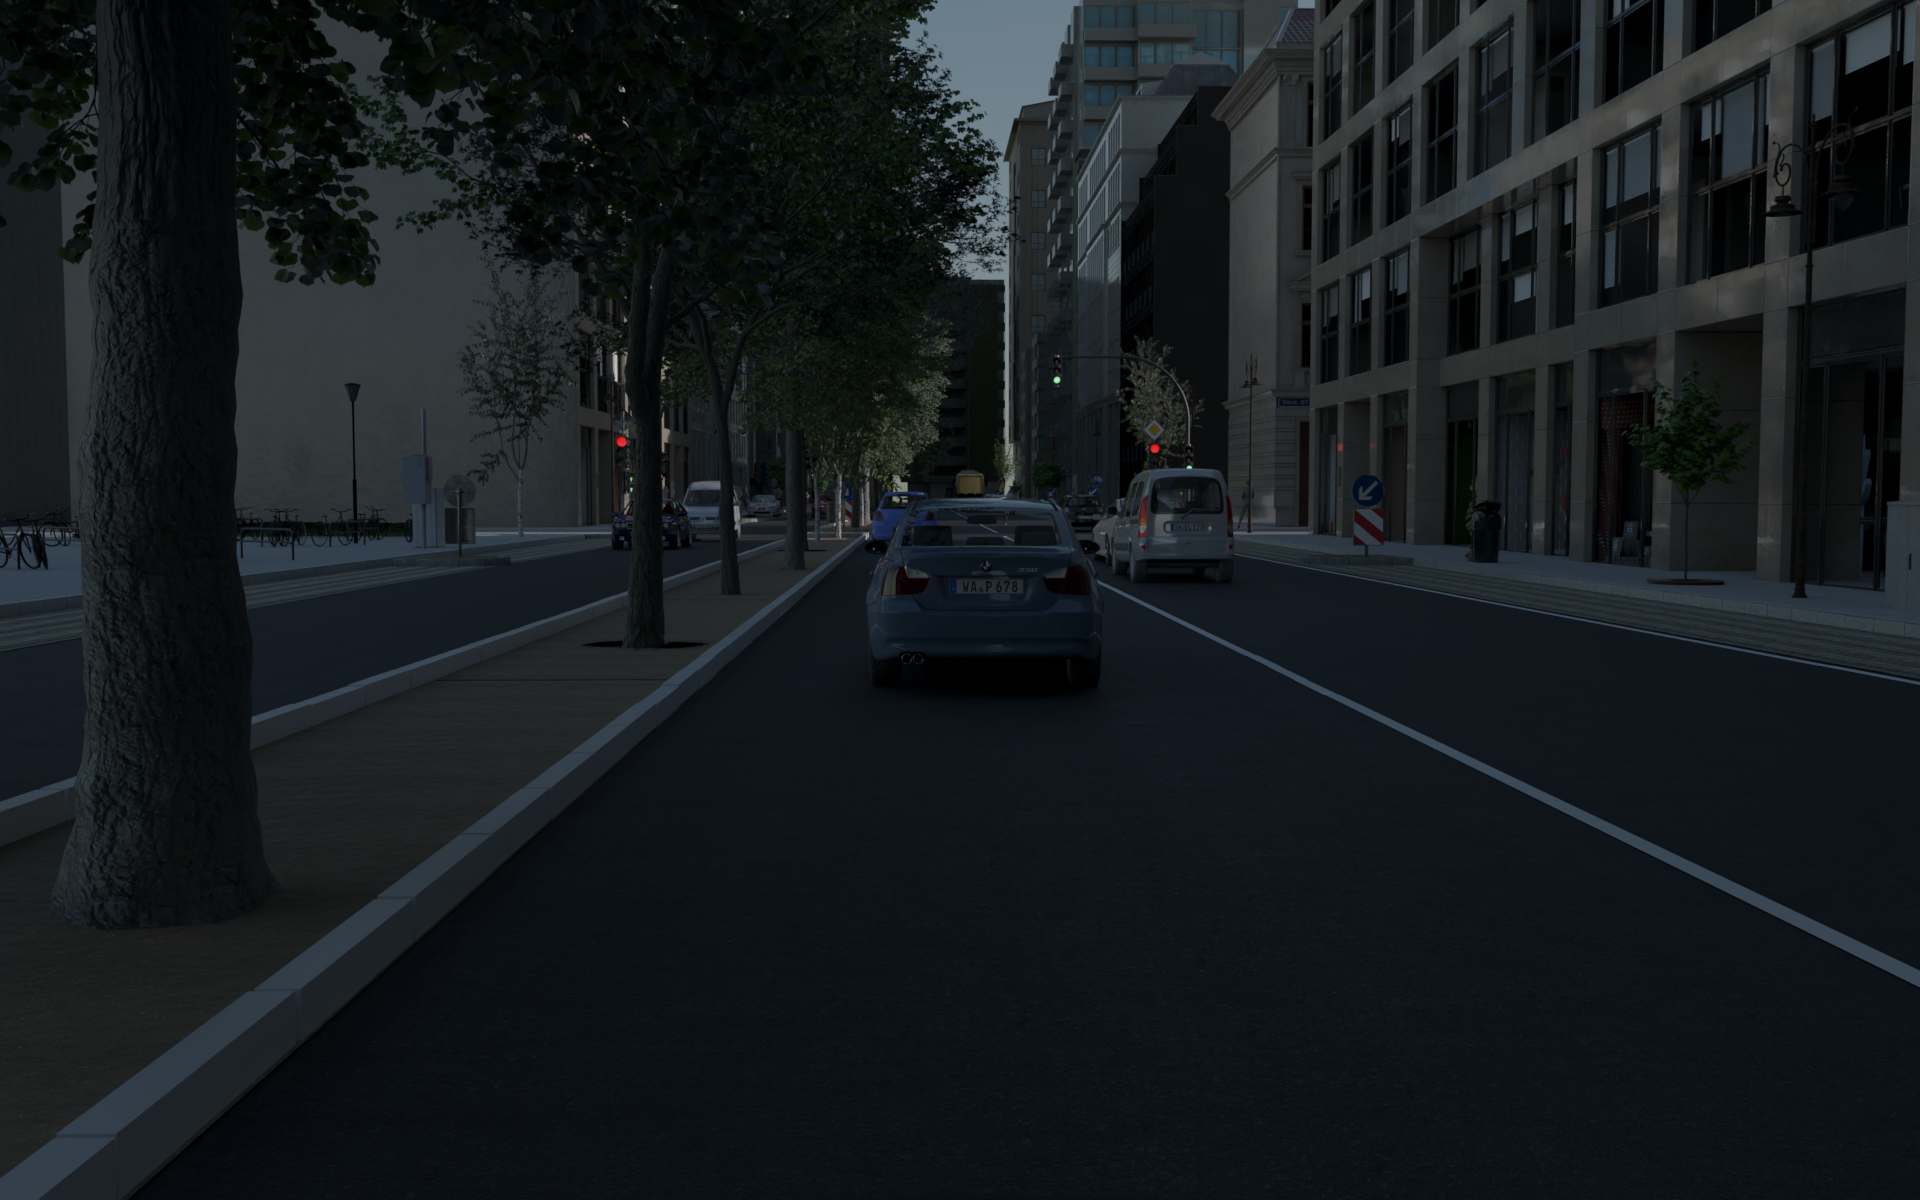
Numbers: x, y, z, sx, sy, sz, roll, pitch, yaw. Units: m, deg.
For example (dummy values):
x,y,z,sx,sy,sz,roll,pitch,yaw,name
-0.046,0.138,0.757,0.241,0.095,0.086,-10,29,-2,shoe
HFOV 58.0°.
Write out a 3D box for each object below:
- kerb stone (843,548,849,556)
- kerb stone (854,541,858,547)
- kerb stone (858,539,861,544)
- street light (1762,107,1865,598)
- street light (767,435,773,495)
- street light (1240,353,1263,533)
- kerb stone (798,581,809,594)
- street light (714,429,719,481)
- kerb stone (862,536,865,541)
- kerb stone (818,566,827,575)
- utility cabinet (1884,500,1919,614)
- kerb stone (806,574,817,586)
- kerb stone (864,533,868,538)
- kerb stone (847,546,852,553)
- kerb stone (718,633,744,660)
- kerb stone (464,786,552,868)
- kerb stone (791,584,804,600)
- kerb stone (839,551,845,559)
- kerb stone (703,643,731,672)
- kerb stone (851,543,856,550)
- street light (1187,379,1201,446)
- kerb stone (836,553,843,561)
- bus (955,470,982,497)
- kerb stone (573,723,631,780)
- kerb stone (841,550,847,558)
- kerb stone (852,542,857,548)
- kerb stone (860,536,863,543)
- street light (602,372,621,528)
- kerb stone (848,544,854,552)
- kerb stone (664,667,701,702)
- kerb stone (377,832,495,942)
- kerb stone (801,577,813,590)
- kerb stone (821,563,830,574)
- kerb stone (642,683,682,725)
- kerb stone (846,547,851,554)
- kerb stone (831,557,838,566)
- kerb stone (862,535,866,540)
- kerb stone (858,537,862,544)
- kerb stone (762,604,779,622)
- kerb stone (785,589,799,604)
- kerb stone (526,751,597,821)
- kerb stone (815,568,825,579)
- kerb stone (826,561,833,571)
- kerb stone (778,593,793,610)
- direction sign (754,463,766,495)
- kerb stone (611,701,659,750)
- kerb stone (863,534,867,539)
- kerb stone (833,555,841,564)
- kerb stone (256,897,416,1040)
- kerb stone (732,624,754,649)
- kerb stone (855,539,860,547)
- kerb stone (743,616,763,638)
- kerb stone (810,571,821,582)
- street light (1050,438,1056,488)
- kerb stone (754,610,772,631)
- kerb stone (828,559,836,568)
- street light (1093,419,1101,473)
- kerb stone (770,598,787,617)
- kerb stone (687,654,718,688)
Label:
x,y,z,sx,sy,sz,roll,pitch,yaw,name
-2.623,-1.016,38.805,0.120,0.150,1.000,0,4,-1,kerb stone
-2.778,-1.388,44.936,0.120,0.150,1.000,0,4,-1,kerb stone
-2.822,-1.512,46.979,0.120,0.150,1.000,0,4,-1,kerb stone
10.388,-2.964,21.247,0.468,5.910,1.993,0,4,-1,street light
-15.028,-10.033,136.823,0.468,5.910,1.993,0,4,-1,street light
9.538,-5.140,56.823,0.468,5.910,1.993,0,4,-1,street light
-2.267,-0.133,24.475,0.120,0.150,1.000,0,4,-1,kerb stone
-14.127,-7.863,101.344,0.468,5.910,1.993,0,4,-1,street light
-2.898,-1.704,50.057,0.120,0.150,1.000,0,4,-1,kerb stone
-2.394,-0.447,29.588,0.120,0.150,1.000,0,4,-1,kerb stone
10.428,-0.472,18.882,0.306,1.237,1.020,1,4,8,utility cabinet
-2.322,-0.264,26.520,0.120,0.150,1.000,0,4,-1,kerb stone
-2.974,-1.892,53.137,0.120,0.150,1.000,0,4,-1,kerb stone
-2.675,-1.135,40.848,0.120,0.150,1.000,0,4,-1,kerb stone
-2.037,0.426,15.236,0.120,0.150,1.000,0,4,-1,kerb stone
-1.839,0.927,7.056,0.120,0.150,1.000,0,4,-1,kerb stone
-2.236,-0.076,23.443,0.120,0.150,1.000,0,4,-1,kerb stone
-2.573,-0.891,36.758,0.120,0.150,1.000,0,4,-1,kerb stone
-2.015,0.488,14.209,0.120,0.150,1.000,0,4,-1,kerb stone
-2.722,-1.265,42.891,0.120,0.150,1.000,0,4,-1,kerb stone
9.307,-5.909,69.399,0.468,5.910,1.993,0,4,-1,street light
-2.550,-0.825,35.733,0.120,0.150,1.000,0,4,-1,kerb stone
0.957,-11.424,178.321,2.896,3.916,12.252,0,4,-1,bus
-1.884,0.801,9.100,0.120,0.150,1.000,0,4,-1,kerb stone
-2.598,-0.953,37.779,0.120,0.150,1.000,0,4,-1,kerb stone
-2.753,-1.328,43.914,0.120,0.150,1.000,0,4,-1,kerb stone
-2.879,-1.641,49.024,0.120,0.150,1.000,0,4,-1,kerb stone
-13.183,-5.676,65.595,0.468,5.910,1.993,0,4,-1,street light
-2.693,-1.201,41.870,0.120,0.150,1.000,0,4,-1,kerb stone
-1.963,0.613,12.166,0.120,0.150,1.000,0,4,-1,kerb stone
-1.811,0.989,6.029,0.120,0.150,1.000,0,4,-1,kerb stone
-2.294,-0.199,25.499,0.120,0.150,1.000,0,4,-1,kerb stone
-2.421,-0.515,30.613,0.120,0.150,1.000,0,4,-1,kerb stone
-1.933,0.683,11.145,0.120,0.150,1.000,0,4,-1,kerb stone
-2.647,-1.078,39.826,0.120,0.150,1.000,0,4,-1,kerb stone
-2.499,-0.702,33.680,0.120,0.150,1.000,0,4,-1,kerb stone
-2.926,-1.767,51.080,0.120,0.150,1.000,0,4,-1,kerb stone
-2.851,-1.577,48.001,0.120,0.150,1.000,0,4,-1,kerb stone
-2.146,0.174,19.343,0.120,0.150,1.000,0,4,-1,kerb stone
-2.217,-0.010,22.417,0.120,0.150,1.000,0,4,-1,kerb stone
-1.859,0.864,8.078,0.120,0.150,1.000,0,4,-1,kerb stone
-2.363,-0.390,28.566,0.120,0.150,1.000,0,4,-1,kerb stone
-2.446,-0.577,31.637,0.120,0.150,1.000,0,4,-1,kerb stone
-2.190,0.049,21.395,0.120,0.150,1.000,0,4,-1,kerb stone
-14.543,-8.202,126.100,0.876,3.537,0.379,0,4,-3,direction sign
-1.911,0.738,10.121,0.120,0.150,1.000,0,4,-1,kerb stone
-2.959,-1.829,52.101,0.120,0.150,1.000,0,4,-1,kerb stone
-2.520,-0.765,34.709,0.120,0.150,1.000,0,4,-1,kerb stone
-1.786,1.055,5.003,0.120,0.150,1.000,0,4,-1,kerb stone
-2.061,0.363,16.258,0.120,0.150,1.000,0,4,-1,kerb stone
-2.803,-1.453,45.957,0.120,0.150,1.000,0,4,-1,kerb stone
-2.093,0.300,17.291,0.120,0.150,1.000,0,4,-1,kerb stone
-2.347,-0.327,27.544,0.120,0.150,1.000,0,4,-1,kerb stone
7.524,-10.224,139.943,0.468,5.910,1.993,0,4,-1,street light
-2.114,0.238,18.322,0.120,0.150,1.000,0,4,-1,kerb stone
-2.471,-0.635,32.659,0.120,0.150,1.000,0,4,-1,kerb stone
8.276,-8.066,104.667,0.468,5.910,1.993,0,4,-1,street light
-2.165,0.112,20.369,0.120,0.150,1.000,0,4,-1,kerb stone
-1.981,0.551,13.187,0.120,0.150,1.000,0,4,-1,kerb stone
